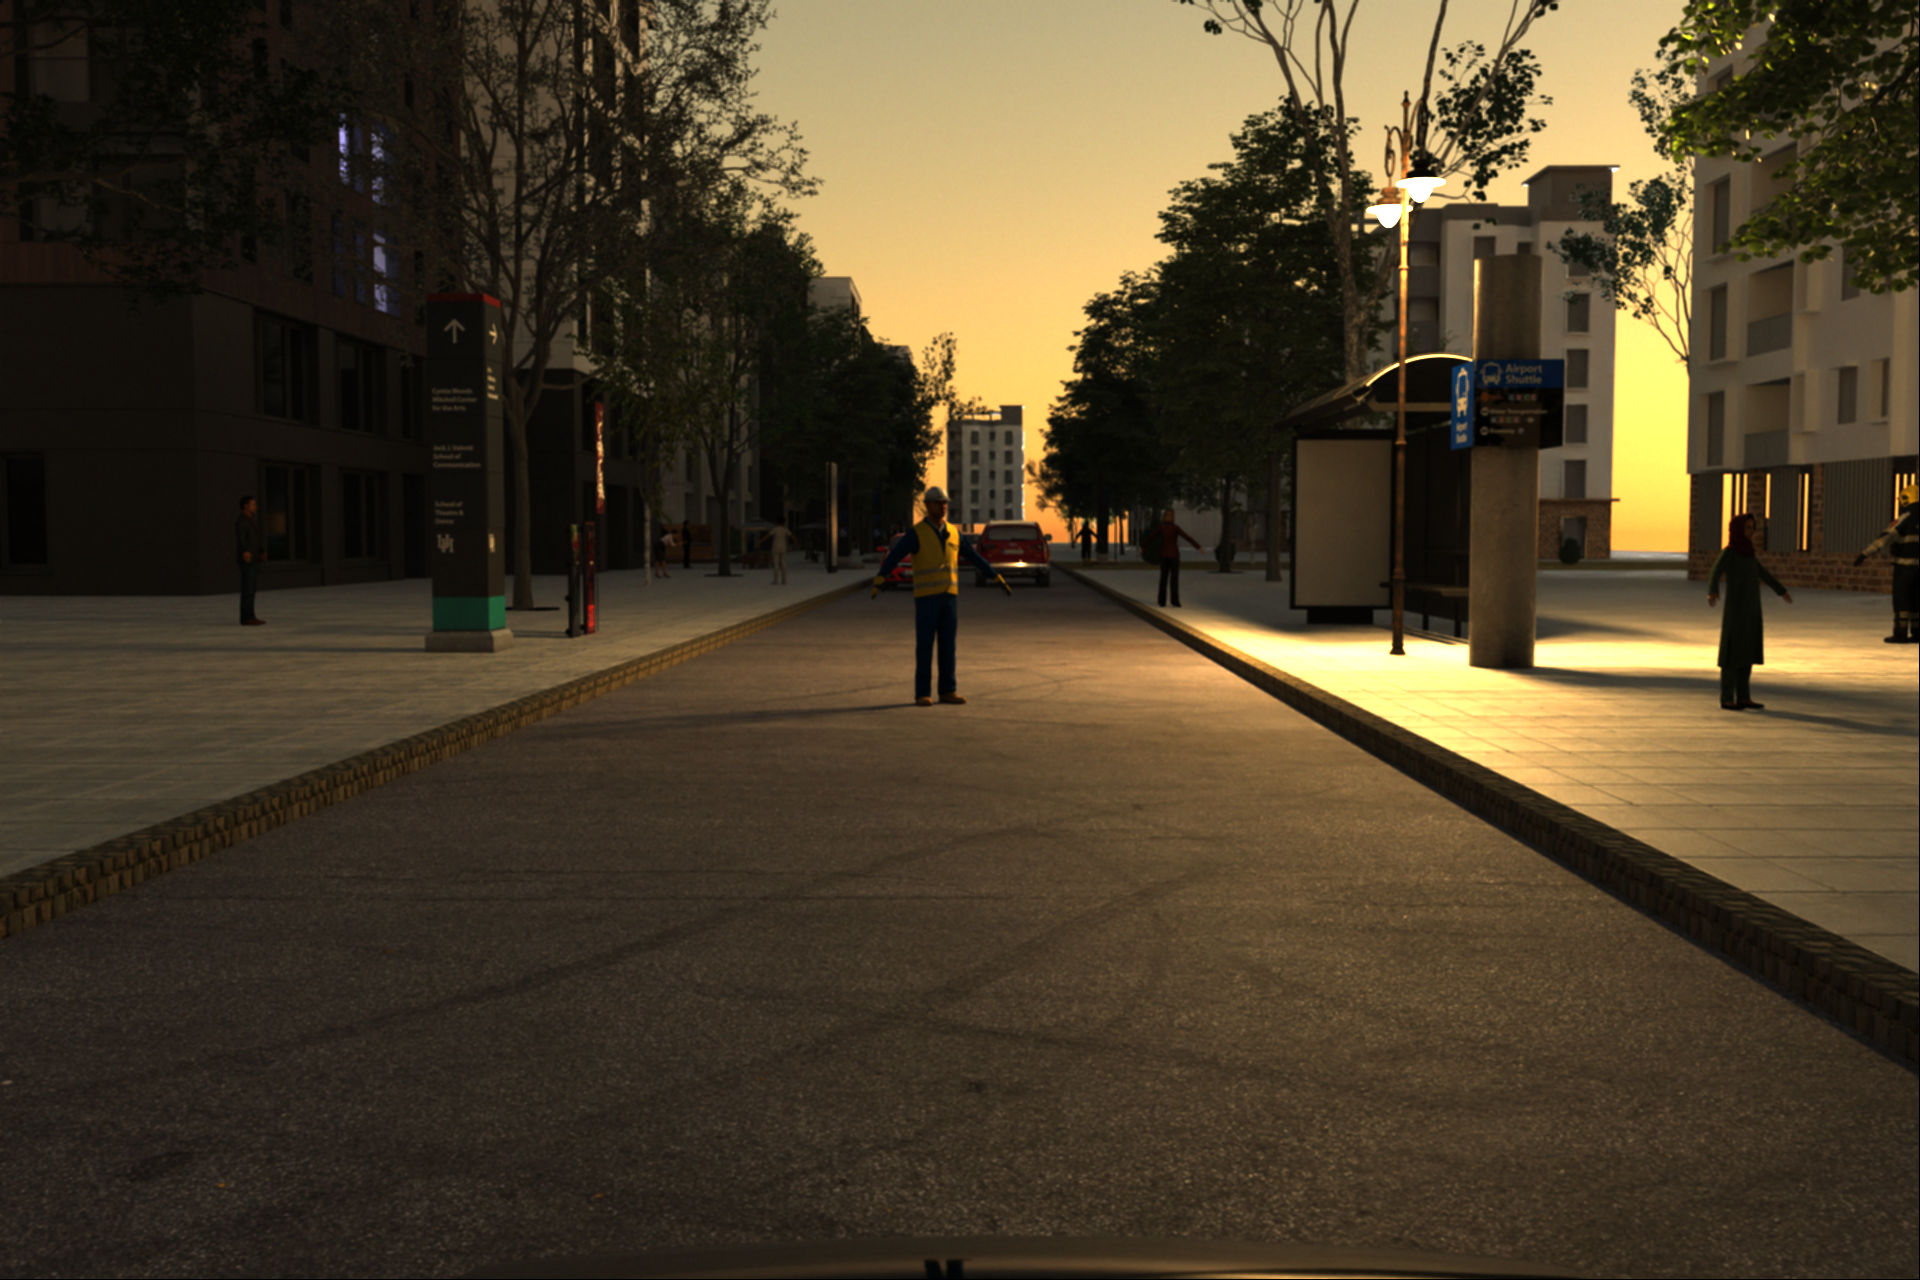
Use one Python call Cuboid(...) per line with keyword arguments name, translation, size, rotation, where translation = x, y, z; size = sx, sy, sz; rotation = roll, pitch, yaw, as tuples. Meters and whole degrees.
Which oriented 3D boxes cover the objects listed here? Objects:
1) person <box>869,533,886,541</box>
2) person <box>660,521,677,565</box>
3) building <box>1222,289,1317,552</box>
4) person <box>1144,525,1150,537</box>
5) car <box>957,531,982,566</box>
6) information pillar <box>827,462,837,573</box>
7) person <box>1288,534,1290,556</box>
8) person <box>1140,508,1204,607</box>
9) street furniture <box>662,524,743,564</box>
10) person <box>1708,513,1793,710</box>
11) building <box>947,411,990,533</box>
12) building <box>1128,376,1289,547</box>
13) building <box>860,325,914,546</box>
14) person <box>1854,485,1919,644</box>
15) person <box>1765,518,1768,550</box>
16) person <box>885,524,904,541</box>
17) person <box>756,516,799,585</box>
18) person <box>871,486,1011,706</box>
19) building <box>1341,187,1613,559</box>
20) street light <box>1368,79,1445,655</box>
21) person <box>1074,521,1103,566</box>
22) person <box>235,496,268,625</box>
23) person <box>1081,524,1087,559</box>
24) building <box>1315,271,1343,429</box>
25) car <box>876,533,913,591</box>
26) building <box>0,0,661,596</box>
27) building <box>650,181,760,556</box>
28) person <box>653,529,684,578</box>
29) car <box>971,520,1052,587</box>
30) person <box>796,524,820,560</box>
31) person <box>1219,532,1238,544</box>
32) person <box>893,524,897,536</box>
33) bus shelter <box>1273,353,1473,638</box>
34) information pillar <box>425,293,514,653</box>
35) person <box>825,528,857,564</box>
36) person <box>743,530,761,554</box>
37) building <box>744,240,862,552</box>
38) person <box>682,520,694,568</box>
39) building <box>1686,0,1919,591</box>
Cuboid(name="person", translation=(-4.388, -5.351, 93.681), size=(0.705, 1.806, 1.347), rotation=(-3, 5, -43))
Cuboid(name="person", translation=(-12.312, -3.997, 71.134), size=(1.354, 1.856, 0.705), rotation=(0, 4, -2))
Cuboid(name="building", translation=(25.696, -17.024, 134.754), size=(16.016, 20.090, 11.380), rotation=(0, 4, 1))
Cuboid(name="person", translation=(10.698, -5.646, 98.440), size=(0.704, 1.817, 1.347), rotation=(-1, 4, -20))
Cuboid(name="car", translation=(0.283, -3.705, 69.618), size=(2.155, 1.783, 4.494), rotation=(0, 4, 1))
Cuboid(name="information pillar", translation=(-4.242, -4.044, 57.440), size=(0.184, 3.620, 1.656), rotation=(0, 4, 2))
Cuboid(name="person", translation=(19.074, -5.733, 99.671), size=(0.705, 1.837, 1.347), rotation=(0, 4, 1))
Cuboid(name="person", translation=(3.708, -1.443, 30.404), size=(1.215, 1.729, 0.721), rotation=(2, 4, 31))
Cuboid(name="street furniture", translation=(-14.483, -4.327, 77.599), size=(11.010, 1.723, 9.812), rotation=(-2, 4, -34))
Cuboid(name="person", translation=(5.762, -0.211, 12.661), size=(0.989, 1.438, 0.599), rotation=(-2, 4, -34))
Cuboid(name="building", translation=(-1.659, -24.426, 258.249), size=(11.380, 20.090, 16.016), rotation=(0, 4, 2))
Cuboid(name="building", translation=(27.566, -19.583, 186.646), size=(16.747, 18.905, 31.486), rotation=(0, 4, 2))
Cuboid(name="building", translation=(-19.593, -20.917, 185.961), size=(27.936, 21.610, 32.646), rotation=(0, 4, 1))
Cuboid(name="person", translation=(11.131, -0.891, 20.330), size=(1.351, 1.858, 0.704), rotation=(-1, 4, -15))
Cuboid(name="person", translation=(23.241, -2.657, 50.044), size=(0.434, 1.755, 0.990), rotation=(-2, 4, -27))
Cuboid(name="person", translation=(-2.837, -4.413, 78.869), size=(1.216, 1.740, 0.721), rotation=(1, 4, 18))
Cuboid(name="person", translation=(-4.640, -2.286, 44.146), size=(1.217, 1.739, 0.721), rotation=(-2, 4, -34))
Cuboid(name="person", translation=(-0.187, -0.376, 14.569), size=(1.349, 1.833, 0.705), rotation=(-2, 4, -32))
Cuboid(name="building", translation=(27.693, -14.973, 101.221), size=(16.016, 20.090, 11.380), rotation=(0, 4, 1))
Cuboid(name="street light", translation=(4.652, -2.780, 18.234), size=(0.468, 5.910, 1.993), rotation=(0, 4, 2))
Cuboid(name="person", translation=(5.072, -3.845, 69.011), size=(1.346, 1.812, 0.704), rotation=(3, 4, 37))
Cuboid(name="person", translation=(-10.004, -1.123, 24.427), size=(0.705, 1.821, 1.348), rotation=(-1, 4, -12))
Cuboid(name="person", translation=(6.452, -5.123, 89.883), size=(0.705, 1.813, 1.348), rotation=(0, 4, -2))
Cuboid(name="building", translation=(29.484, -16.011, 118.198), size=(16.016, 20.090, 11.380), rotation=(0, 4, 1))
Cuboid(name="car", translation=(-1.071, -2.216, 45.276), size=(2.155, 1.783, 4.494), rotation=(0, 4, 2))
Cuboid(name="building", translation=(-25.924, -12.690, 51.462), size=(27.936, 21.610, 32.646), rotation=(0, 4, 1))
Cuboid(name="building", translation=(-21.925, -14.271, 99.790), size=(16.747, 18.905, 31.486), rotation=(0, 4, 0))
Cuboid(name="person", translation=(-8.570, -2.534, 50.660), size=(0.628, 1.438, 0.799), rotation=(3, 4, 37))
Cuboid(name="car", translation=(1.450, -2.427, 48.361), size=(2.281, 1.827, 5.304), rotation=(0, 4, 1))
Cuboid(name="person", translation=(-7.572, -4.914, 86.608), size=(1.348, 1.796, 0.705), rotation=(1, 4, 20))
Cuboid(name="person", translation=(15.556, -5.724, 100.396), size=(1.217, 1.733, 0.721), rotation=(2, 4, 35))
Cuboid(name="person", translation=(-3.184, -5.019, 88.526), size=(0.721, 1.772, 1.216), rotation=(0, 4, 3))
Cuboid(name="bus shelter", translation=(5.439, -1.727, 22.154), size=(2.014, 3.302, 5.546), rotation=(0, 4, 1))
Cuboid(name="information pillar", translation=(-5.402, -1.811, 18.983), size=(0.750, 3.857, 0.750), rotation=(0, 4, 2))
Cuboid(name="person", translation=(-4.825, -3.930, 70.473), size=(1.346, 1.802, 0.704), rotation=(-1, 4, -12))
Cuboid(name="person", translation=(-10.477, -4.957, 86.906), size=(0.705, 1.847, 1.347), rotation=(2, 4, 33))
Cuboid(name="building", translation=(-22.637, -17.851, 135.841), size=(27.936, 21.610, 32.646), rotation=(0, 4, 0))
Cuboid(name="person", translation=(-10.261, -3.610, 65.213), size=(0.705, 1.806, 1.347), rotation=(0, 4, 3))
Cuboid(name="building", translation=(25.165, -11.566, 45.532), size=(16.016, 20.090, 11.380), rotation=(0, 4, 1))
